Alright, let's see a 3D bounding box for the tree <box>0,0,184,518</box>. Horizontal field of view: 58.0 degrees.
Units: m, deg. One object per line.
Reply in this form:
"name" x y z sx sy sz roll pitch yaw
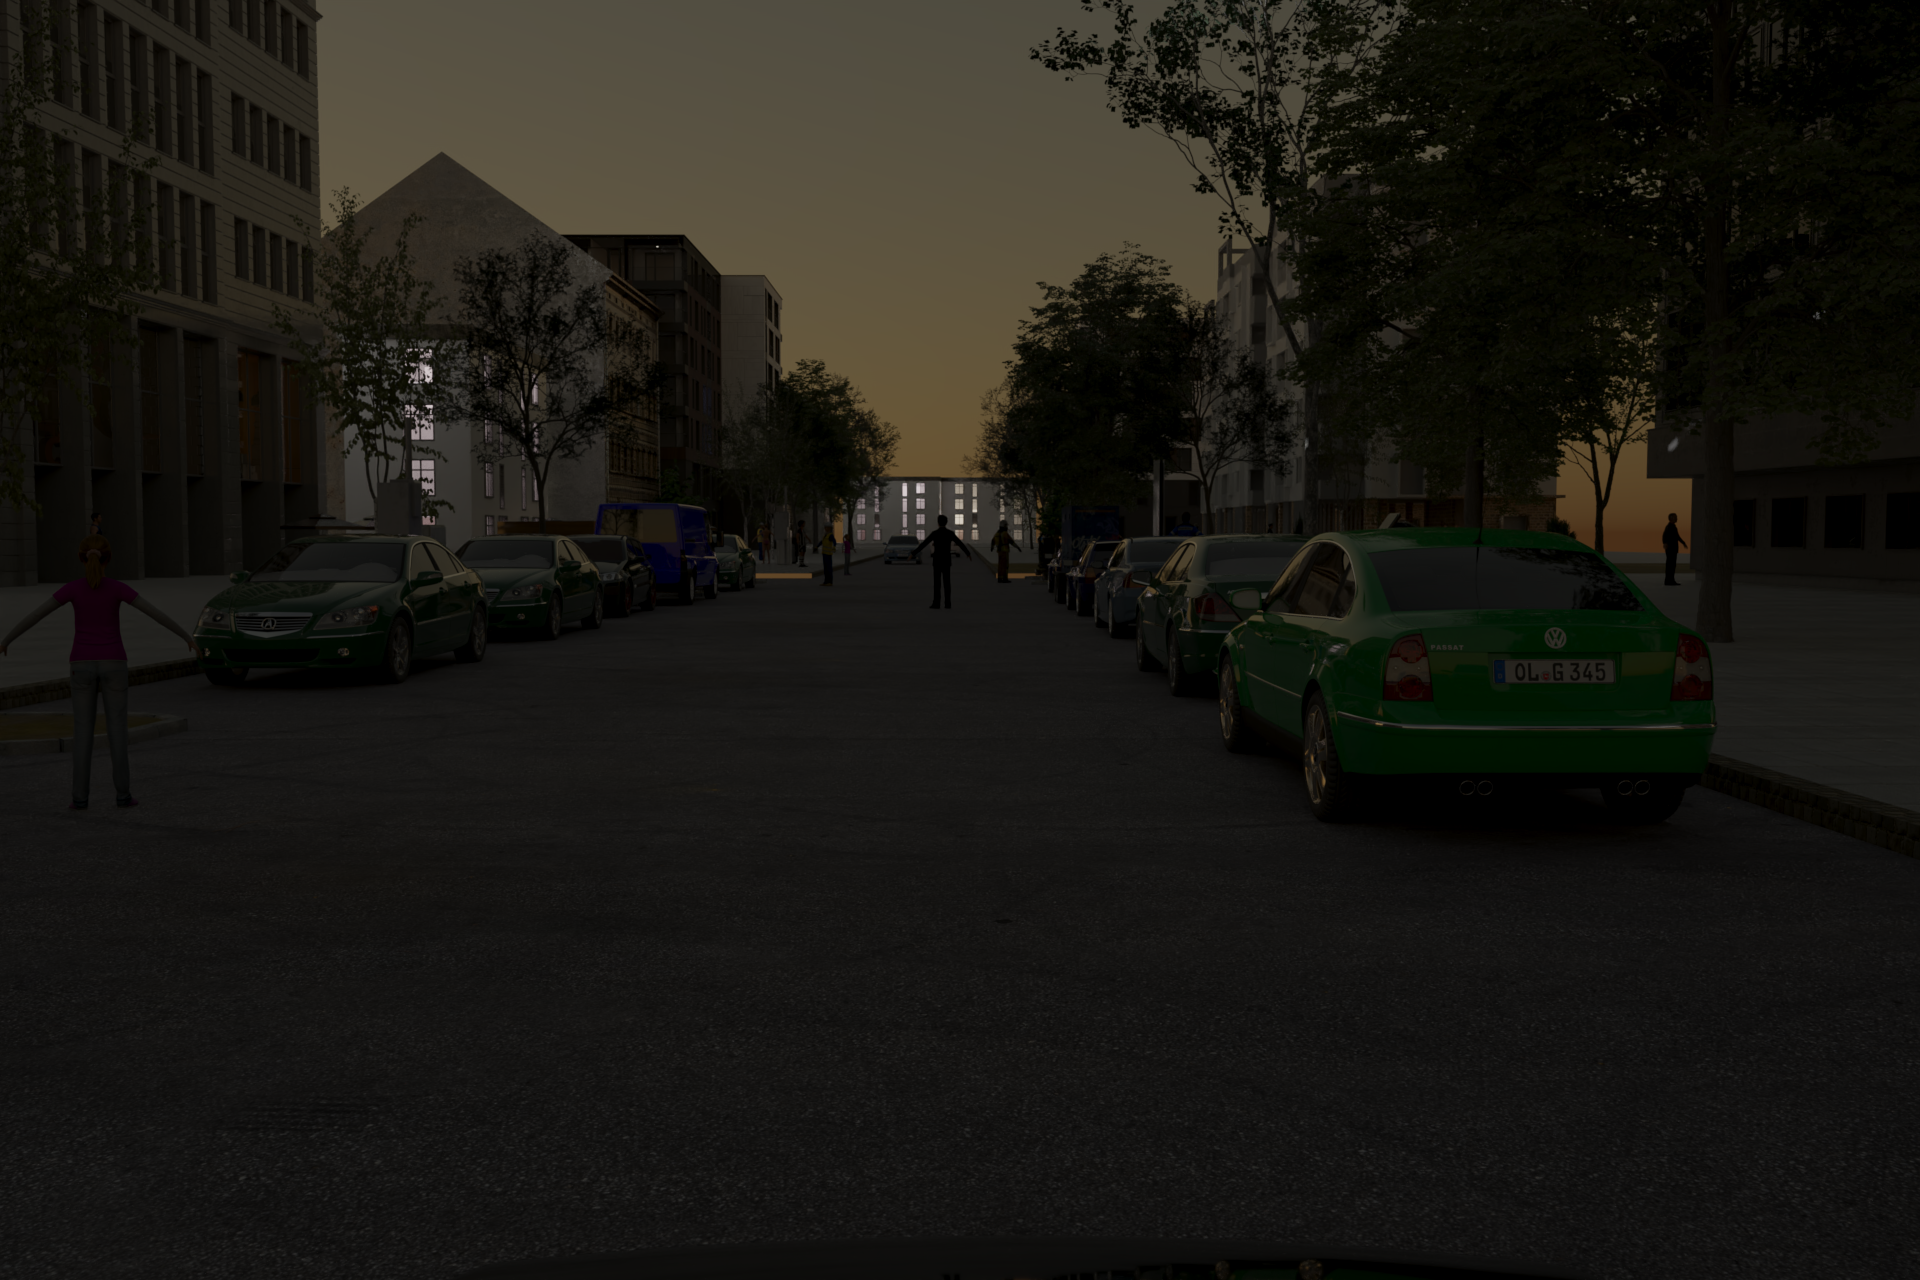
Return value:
"tree" -12.736 -4.443 22.998 4.737 8.622 4.395 0 3 0

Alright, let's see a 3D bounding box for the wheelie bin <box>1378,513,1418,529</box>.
"wheelie bin" 6.561 -1.121 26.244 0.693 1.594 0.980 0 4 0

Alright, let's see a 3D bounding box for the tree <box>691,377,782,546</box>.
"tree" -9.827 -7.978 80.808 4.360 8.622 3.978 0 3 0

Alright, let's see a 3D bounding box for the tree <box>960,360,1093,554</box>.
"tree" 5.535 -12.439 113.745 12.009 13.543 11.850 0 3 0

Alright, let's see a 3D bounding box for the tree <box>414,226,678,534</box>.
"tree" -12.412 -7.189 51.948 8.767 10.594 7.601 0 4 5

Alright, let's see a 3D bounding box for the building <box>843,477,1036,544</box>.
"building" -2.785 -18.825 252.398 28.070 9.664 9.099 0 4 2

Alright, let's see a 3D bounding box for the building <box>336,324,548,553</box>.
"building" -24.277 -8.636 83.344 9.099 9.664 28.070 0 4 -1

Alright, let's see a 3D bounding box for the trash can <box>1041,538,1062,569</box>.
"trash can" 3.227 -3.004 60.765 0.748 1.137 0.748 0 3 0

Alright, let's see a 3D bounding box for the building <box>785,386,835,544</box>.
"building" -26.420 -24.253 227.470 19.493 23.208 18.063 0 4 -1

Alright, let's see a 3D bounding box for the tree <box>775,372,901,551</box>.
"tree" -9.596 -13.422 129.819 12.009 13.543 11.850 0 3 0

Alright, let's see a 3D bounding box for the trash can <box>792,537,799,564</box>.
"trash can" -7.262 -3.836 74.373 0.748 1.137 0.748 0 3 0

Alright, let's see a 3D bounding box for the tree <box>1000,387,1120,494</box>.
"tree" 5.953 -10.189 100.998 8.767 10.594 7.601 2 4 27

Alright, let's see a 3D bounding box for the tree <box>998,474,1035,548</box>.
"tree" 6.072 -12.846 160.399 4.360 8.622 3.978 0 3 0

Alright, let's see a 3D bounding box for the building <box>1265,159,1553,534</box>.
"building" 21.667 -14.455 92.756 16.016 20.090 11.380 0 4 0

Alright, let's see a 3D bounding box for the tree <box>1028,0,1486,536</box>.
"tree" 7.773 -11.586 45.314 12.611 20.169 13.585 0 3 0

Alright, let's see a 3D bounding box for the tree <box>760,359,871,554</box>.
"tree" -9.797 -11.906 112.792 7.486 12.596 7.792 0 3 0

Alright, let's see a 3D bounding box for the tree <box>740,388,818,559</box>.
"tree" -9.578 -8.362 87.084 4.360 8.622 3.978 0 3 0

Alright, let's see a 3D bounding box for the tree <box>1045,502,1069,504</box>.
"tree" 15.823 -20.388 251.471 7.486 12.596 7.792 0 3 0

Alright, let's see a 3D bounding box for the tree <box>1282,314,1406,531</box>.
"tree" 12.710 -6.538 57.256 4.360 8.622 3.978 0 3 0

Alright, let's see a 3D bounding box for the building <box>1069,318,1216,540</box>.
"building" 25.137 -20.553 180.015 27.936 21.610 32.646 0 4 0

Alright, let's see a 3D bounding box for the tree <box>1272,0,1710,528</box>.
"tree" 9.286 -6.902 30.973 7.486 12.596 7.792 0 3 0

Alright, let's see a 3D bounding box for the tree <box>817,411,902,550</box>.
"tree" -8.943 -13.253 142.446 9.928 11.665 9.643 0 3 0

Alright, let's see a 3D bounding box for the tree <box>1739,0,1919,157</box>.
"tree" 8.476 -4.676 10.864 7.601 10.594 8.767 -2 4 -32

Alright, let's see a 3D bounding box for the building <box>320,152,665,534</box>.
"building" -29.784 -17.015 109.117 19.493 23.208 18.063 0 4 0

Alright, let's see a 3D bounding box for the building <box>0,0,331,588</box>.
"building" -28.328 -16.504 47.334 11.434 29.767 29.804 0 3 0

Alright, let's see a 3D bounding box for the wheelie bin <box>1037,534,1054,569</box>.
"wheelie bin" 3.200 -3.449 64.293 0.693 1.594 0.980 0 4 -1

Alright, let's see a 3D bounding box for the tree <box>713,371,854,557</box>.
"tree" -9.527 -10.064 98.963 7.601 10.594 8.767 3 5 42

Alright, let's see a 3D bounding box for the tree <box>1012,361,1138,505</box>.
"tree" 6.368 -9.537 90.343 7.601 10.594 8.767 -1 4 -15

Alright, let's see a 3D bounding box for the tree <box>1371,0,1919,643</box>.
"tree" 8.906 -6.273 20.692 7.486 12.596 7.792 0 3 0

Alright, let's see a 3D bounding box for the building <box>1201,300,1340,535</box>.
"building" 24.820 -17.374 140.487 16.016 20.090 11.380 0 4 0

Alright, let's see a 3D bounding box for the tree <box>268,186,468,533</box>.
"tree" -12.448 -5.291 36.873 4.737 8.622 4.395 0 3 0

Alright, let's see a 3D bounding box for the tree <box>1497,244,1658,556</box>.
"tree" 22.152 -8.174 59.406 9.928 11.665 9.643 0 3 0

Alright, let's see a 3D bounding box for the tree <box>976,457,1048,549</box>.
"tree" 5.819 -12.829 144.168 8.767 10.594 7.601 -3 4 -36

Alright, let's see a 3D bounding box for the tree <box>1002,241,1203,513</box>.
"tree" 6.150 -10.416 76.954 9.857 13.997 8.962 0 3 0

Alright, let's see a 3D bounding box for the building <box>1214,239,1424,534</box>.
"building" 21.741 -15.638 112.105 16.016 20.090 11.380 0 4 0

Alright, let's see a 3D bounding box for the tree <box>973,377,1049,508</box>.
"tree" 6.175 -13.394 129.358 12.009 13.543 11.850 0 3 0

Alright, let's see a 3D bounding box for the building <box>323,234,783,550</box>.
"building" -29.320 -17.778 134.643 27.936 21.610 32.646 0 3 0

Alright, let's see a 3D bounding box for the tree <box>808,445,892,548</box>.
"tree" -9.969 -13.669 157.898 8.767 10.594 7.601 -3 4 -39

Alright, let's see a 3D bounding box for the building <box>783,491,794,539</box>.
"building" -30.051 -23.071 208.146 19.493 23.208 18.063 0 4 0

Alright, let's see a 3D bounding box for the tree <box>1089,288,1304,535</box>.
"tree" 9.395 -8.015 65.458 8.767 10.594 7.601 -2 4 -32

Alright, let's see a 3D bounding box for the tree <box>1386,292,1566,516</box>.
"tree" 21.622 -9.516 73.714 7.486 12.596 7.792 0 3 0
